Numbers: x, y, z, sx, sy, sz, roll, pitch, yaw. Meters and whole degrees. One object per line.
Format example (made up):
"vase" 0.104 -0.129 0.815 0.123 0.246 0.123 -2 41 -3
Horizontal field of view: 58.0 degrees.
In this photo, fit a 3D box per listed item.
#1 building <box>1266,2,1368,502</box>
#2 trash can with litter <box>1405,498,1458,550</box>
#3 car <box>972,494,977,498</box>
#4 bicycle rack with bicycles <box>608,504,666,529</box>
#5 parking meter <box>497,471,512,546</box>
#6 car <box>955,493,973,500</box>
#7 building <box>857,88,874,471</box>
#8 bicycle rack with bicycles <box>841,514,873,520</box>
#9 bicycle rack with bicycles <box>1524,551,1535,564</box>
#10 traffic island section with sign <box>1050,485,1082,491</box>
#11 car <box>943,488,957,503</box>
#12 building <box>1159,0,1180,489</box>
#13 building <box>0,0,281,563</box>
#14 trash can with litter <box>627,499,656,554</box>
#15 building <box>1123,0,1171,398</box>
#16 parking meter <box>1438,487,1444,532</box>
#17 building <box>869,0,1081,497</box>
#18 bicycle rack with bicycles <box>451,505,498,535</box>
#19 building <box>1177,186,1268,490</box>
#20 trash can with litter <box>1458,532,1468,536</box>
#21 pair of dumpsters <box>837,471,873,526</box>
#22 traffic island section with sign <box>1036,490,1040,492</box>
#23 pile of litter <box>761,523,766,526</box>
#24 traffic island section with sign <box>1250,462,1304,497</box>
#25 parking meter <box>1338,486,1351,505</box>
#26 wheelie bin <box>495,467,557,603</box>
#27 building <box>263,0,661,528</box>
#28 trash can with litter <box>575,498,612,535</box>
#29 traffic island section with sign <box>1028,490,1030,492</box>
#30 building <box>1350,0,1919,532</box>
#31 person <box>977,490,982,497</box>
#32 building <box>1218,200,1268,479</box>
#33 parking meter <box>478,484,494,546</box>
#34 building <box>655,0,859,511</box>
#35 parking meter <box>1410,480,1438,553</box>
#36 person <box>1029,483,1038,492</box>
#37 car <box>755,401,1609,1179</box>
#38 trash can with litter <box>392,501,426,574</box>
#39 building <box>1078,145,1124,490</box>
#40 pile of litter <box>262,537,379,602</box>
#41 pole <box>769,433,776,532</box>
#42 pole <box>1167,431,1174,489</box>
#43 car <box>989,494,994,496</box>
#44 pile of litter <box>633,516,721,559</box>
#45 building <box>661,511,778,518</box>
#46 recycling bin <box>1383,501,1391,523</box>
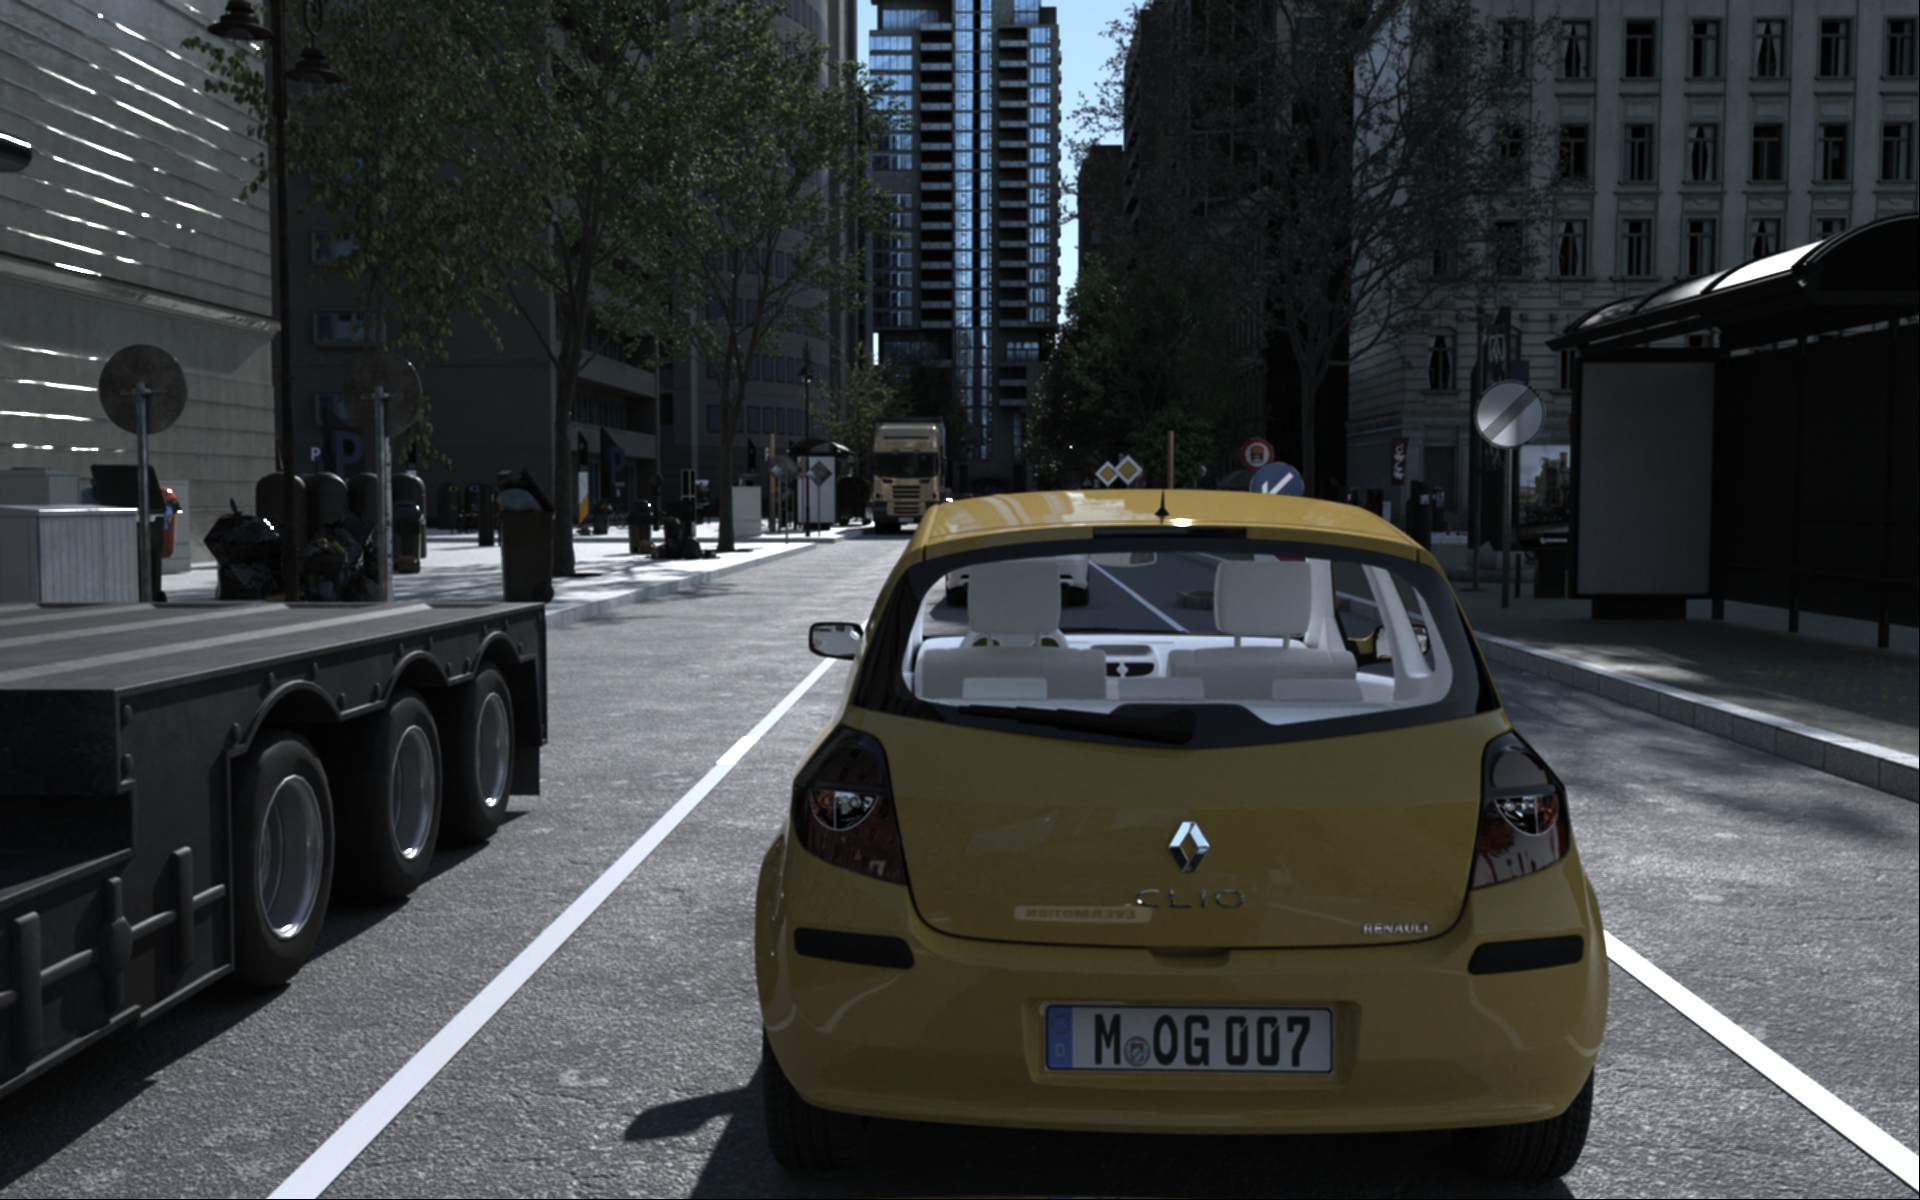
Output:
"building" 21.671 -15.339 80.478 12.332 23.373 15.834 0 4 1
"trash can with litter" 10.189 -1.772 40.022 1.678 1.210 2.233 3 4 39
"car" 1.293 -10.518 183.978 2.014 1.417 4.499 0 4 1
"bicycle rack with bicycles" -11.789 -3.117 64.352 2.925 0.926 2.852 3 4 37
"parking meter" -11.245 -2.270 42.831 0.255 1.863 0.399 1 4 10
"car" 0.346 -8.035 140.405 2.155 1.783 4.494 0 4 0
"building" -16.966 -32.860 187.378 14.200 45.320 14.600 0 4 1
"bicycle rack with bicycles" -5.174 -4.296 83.622 2.925 0.926 2.852 0 4 -6
"bicycle rack with bicycles" 10.992 -1.142 32.048 2.925 0.926 2.852 1 4 16
"traffic island section with sign" 4.973 -4.158 76.607 1.989 1.847 2.006 0 4 1
"car" -1.275 -5.836 104.094 2.281 1.827 5.304 0 4 2
"building" 26.720 -43.265 145.636 20.563 71.187 20.611 0 4 1
"building" -35.714 -15.358 27.521 44.131 29.872 17.030 0 4 1
"trash can with litter" -6.772 -1.582 37.258 0.624 1.170 1.055 -2 4 -27
"building" 27.215 -33.286 167.924 21.300 48.544 21.600 0 4 1
"parking meter" 16.000 -3.031 57.960 0.372 1.533 0.369 0 3 0
"building" 0.148 -56.007 228.390 31.000 86.520 22.319 0 4 1
"bicycle rack with bicycles" -15.302 -2.590 55.722 2.852 0.926 2.925 1 4 14
"building" 20.223 -16.411 117.479 9.793 20.994 18.267 0 4 1
"trash can with litter" 15.860 -2.617 53.843 2.233 1.210 1.678 1 4 14
"pair of dumpsters" -4.353 -4.261 72.156 1.574 2.255 4.437 0 4 1
"traffic island section with sign" 5.566 -5.806 103.555 1.989 1.847 2.006 0 4 1
"pile of litter" -8.575 -3.444 70.272 1.176 0.858 1.719 -2 4 -32
"traffic island section with sign" 3.804 -0.822 22.064 1.989 1.847 2.006 0 4 1
"parking meter" 11.488 -2.654 51.808 0.372 1.533 0.369 0 3 0
"wheelie bin" -5.155 -0.773 20.539 0.693 1.594 0.980 -1 4 -18
"building" -25.787 -27.577 74.581 21.300 48.544 21.600 0 4 1
"trash can with litter" -11.536 -2.641 54.562 1.055 1.170 0.624 -2 4 -32
"traffic island section with sign" 7.246 -10.545 181.045 1.989 1.847 2.006 0 4 1
"building" 24.008 -13.074 62.917 18.267 20.994 9.793 0 4 1
"person" 1.799 -8.969 155.231 0.705 1.814 1.350 2 4 24
"building" 20.753 -14.283 98.159 10.561 19.102 19.286 0 4 1
"parking meter" -11.689 -2.097 42.704 0.372 1.533 0.369 0 3 0
"building" -21.372 -38.154 165.809 21.231 58.520 28.212 0 4 1
"parking meter" 8.294 -1.393 31.184 0.372 1.533 0.369 0 3 0
"person" 2.779 -3.469 65.316 0.850 1.850 0.679 -1 4 -19
"car" 0.491 0.315 5.078 2.015 1.641 3.980 0 4 2
"trash can with litter" -9.020 -1.040 28.396 0.624 1.170 1.055 -2 4 -24
"building" 22.655 -35.170 225.141 14.200 45.320 14.600 0 4 1
"pile of litter" -6.589 -0.225 17.643 1.719 0.858 1.176 -2 4 -25
"pole" -6.307 -3.936 58.201 0.158 3.312 0.155 0 3 0
"pole" 6.784 -3.794 55.875 0.158 3.312 0.155 0 3 0
"car" 3.459 -9.787 170.240 2.015 1.641 3.980 0 4 1
"pile of litter" -5.638 -1.255 34.489 1.719 0.858 1.176 2 4 26
"building" -18.829 -34.555 106.979 21.231 58.520 28.212 0 4 1
"recycling bin" 14.320 -2.850 59.145 0.722 1.027 0.722 1 4 11
